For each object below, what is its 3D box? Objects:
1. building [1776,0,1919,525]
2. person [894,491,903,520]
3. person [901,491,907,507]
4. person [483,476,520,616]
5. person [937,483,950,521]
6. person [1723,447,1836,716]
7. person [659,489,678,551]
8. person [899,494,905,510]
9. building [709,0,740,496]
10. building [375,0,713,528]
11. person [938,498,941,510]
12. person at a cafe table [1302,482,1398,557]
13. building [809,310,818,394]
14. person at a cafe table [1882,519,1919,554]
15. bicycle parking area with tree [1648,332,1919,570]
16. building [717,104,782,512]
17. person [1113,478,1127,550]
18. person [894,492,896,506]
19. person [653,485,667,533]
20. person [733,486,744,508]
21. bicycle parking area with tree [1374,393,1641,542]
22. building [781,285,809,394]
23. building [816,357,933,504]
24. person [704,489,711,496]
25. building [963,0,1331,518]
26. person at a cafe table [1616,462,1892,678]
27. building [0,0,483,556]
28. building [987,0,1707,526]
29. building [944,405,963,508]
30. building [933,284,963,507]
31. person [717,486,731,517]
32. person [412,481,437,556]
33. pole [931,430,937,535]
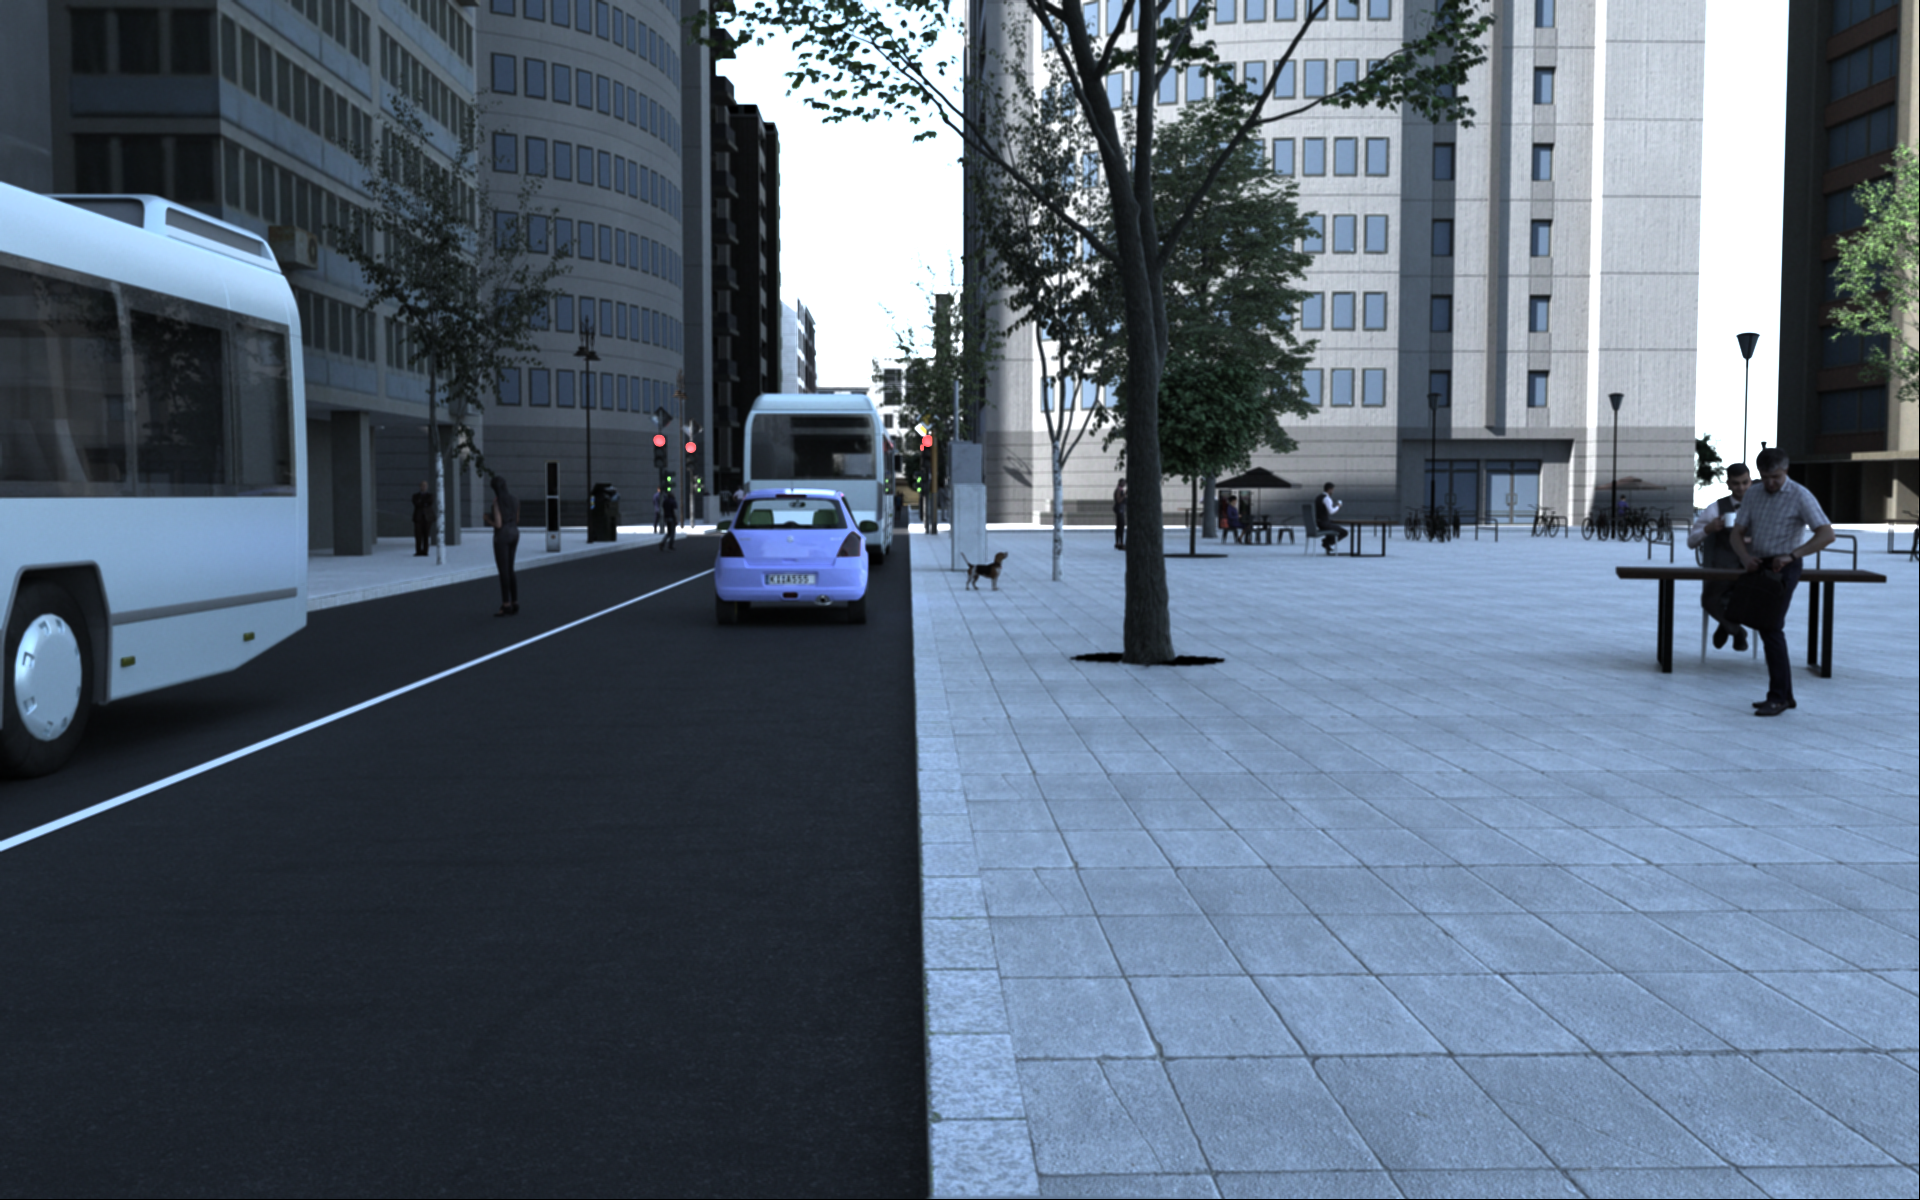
[{"bbox_3d":[51.586,-25.774,76.024,28.867,44.769,22.147,0,4,-2],"label":"building"},{"bbox_3d":[-3.529,-5.282,96.725,0.647,1.594,0.662,0,4,-3],"label":"person"},{"bbox_3d":[-6.616,-11.533,197.775,1.217,1.735,0.721,-2,4,-26],"label":"person"},{"bbox_3d":[-5.397,-0.639,20.410,0.415,1.643,0.593,-1,4,-18],"label":"person"},{"bbox_3d":[-0.759,-4.655,82.293,0.789,1.805,0.875,-2,4,-32],"label":"person"},{"bbox_3d":[4.796,-0.115,10.131,0.590,1.554,0.614,-2,4,-29],"label":"person"},{"bbox_3d":[-7.382,-2.021,43.752,0.471,1.553,0.569,-1,4,-17],"label":"person"},{"bbox_3d":[-5.435,-8.906,157.381,1.065,1.426,0.557,3,5,45],"label":"person"},{"bbox_3d":[-25.464,-27.628,106.347,22.147,44.769,28.867,0,4,-2],"label":"building"},{"bbox_3d":[-23.376,-32.752,77.491,21.231,58.520,28.212,0,4,-2],"label":"building"},{"bbox_3d":[-1.574,-8.228,141.510,0.756,1.711,0.436,-2,4,-34],"label":"person"},{"bbox_3d":[7.920,-1.674,35.877,1.622,1.524,1.698,-1,4,-16],"label":"person at a cafe table"},{"bbox_3d":[-33.192,-21.690,198.608,32.646,21.610,27.936,0,4,-2],"label":"building"},{"bbox_3d":[20.941,-1.774,37.513,1.622,1.524,1.698,2,4,31],"label":"person at a cafe table"},{"bbox_3d":[16.461,-2.645,30.251,8.231,4.147,9.016,1,4,22],"label":"bicycle parking area with tree"},{"bbox_3d":[-20.744,-21.815,128.382,14.160,30.474,14.107,0,4,-2],"label":"building"},{"bbox_3d":[3.730,-1.961,39.576,0.415,1.643,0.593,-2,4,-34],"label":"person"},{"bbox_3d":[-7.998,-12.489,212.782,0.705,1.812,1.348,1,4,16],"label":"person"},{"bbox_3d":[-10.127,-3.030,58.745,0.576,1.737,0.504,1,4,10],"label":"person"},{"bbox_3d":[-11.153,-4.956,88.016,0.756,1.711,0.436,0,4,0],"label":"person"},{"bbox_3d":[16.069,-3.810,49.295,8.231,4.147,9.016,1,4,13],"label":"bicycle parking area with tree"},{"bbox_3d":[-29.775,-19.742,166.758,27.936,21.610,32.646,0,4,-2],"label":"building"},{"bbox_3d":[-11.716,-22.361,232.064,31.486,18.905,16.747,0,4,-2],"label":"building"},{"bbox_3d":[-12.443,-4.733,85.635,0.471,1.553,0.569,-1,4,-18],"label":"person"},{"bbox_3d":[10.662,-35.099,115.866,21.231,58.520,28.212,0,4,-2],"label":"building"},{"bbox_3d":[5.778,-0.265,12.844,1.698,1.524,1.622,1,4,19],"label":"person at a cafe table"},{"bbox_3d":[-23.638,-21.076,36.481,23.993,40.220,32.217,0,4,-2],"label":"building"},{"bbox_3d":[14.976,-32.746,77.391,28.212,58.520,21.231,0,4,-2],"label":"building"},{"bbox_3d":[3.279,-13.000,154.703,9.099,9.664,28.070,0,4,-2],"label":"building"},{"bbox_3d":[11.008,-20.893,185.567,27.936,21.610,32.646,0,4,-2],"label":"building"},{"bbox_3d":[-13.346,-5.608,98.461,0.841,1.734,0.376,1,4,15],"label":"person"},{"bbox_3d":[-11.110,-1.688,35.918,0.482,1.546,0.388,-1,4,-13],"label":"person"},{"bbox_3d":[-0.821,-3.731,54.847,0.158,3.312,0.155,0,3,0],"label":"pole"}]
